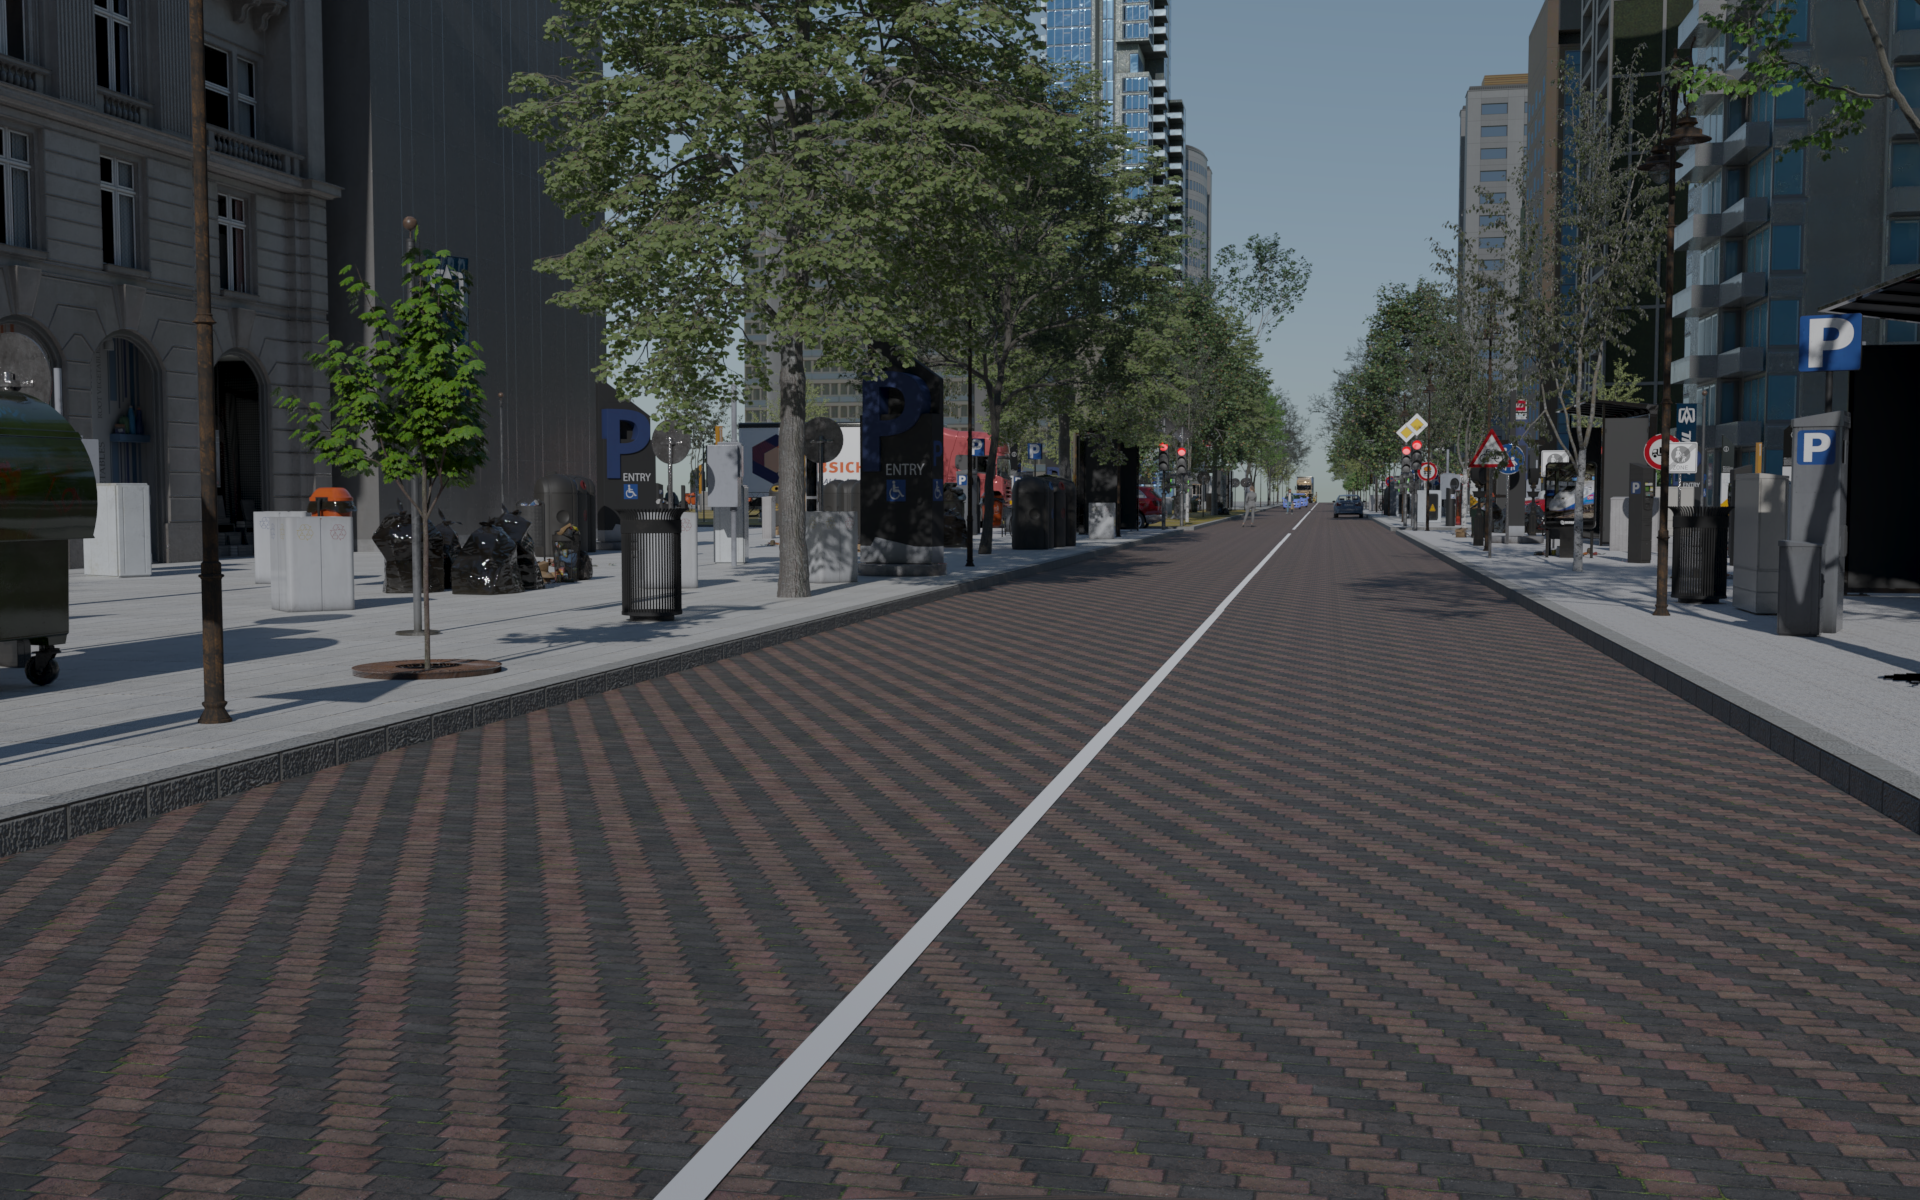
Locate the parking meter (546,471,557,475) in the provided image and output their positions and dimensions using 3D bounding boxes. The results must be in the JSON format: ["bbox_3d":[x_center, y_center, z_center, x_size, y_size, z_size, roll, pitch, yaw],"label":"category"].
[{"bbox_3d":[-10.477,-2.369,44.447,0.255,1.863,0.399,-1,4,-17],"label":"parking meter"}]

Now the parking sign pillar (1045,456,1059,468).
[{"bbox_3d":[6.786,-8.290,124.018,1.447,3.967,1.447,0,4,-8],"label":"parking sign pillar"}]

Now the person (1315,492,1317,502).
[{"bbox_3d":[61.194,-17.682,297.611,0.705,1.823,1.348,0,4,2],"label":"person"}]

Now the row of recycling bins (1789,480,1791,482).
[{"bbox_3d":[20.680,-2.183,42.809,1.069,1.692,3.534,-2,4,-33],"label":"row of recycling bins"}]

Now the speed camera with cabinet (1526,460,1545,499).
[{"bbox_3d":[33.998,-6.552,101.459,2.038,3.252,0.660,-3,4,-38],"label":"speed camera with cabinet"}]

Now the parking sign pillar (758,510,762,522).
[{"bbox_3d":[-8.475,-5.526,78.830,1.447,3.967,1.447,0,4,5],"label":"parking sign pillar"}]

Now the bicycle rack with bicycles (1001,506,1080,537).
[{"bbox_3d":[2.353,-2.396,52.555,2.852,0.926,2.925,0,4,6],"label":"bicycle rack with bicycles"}]

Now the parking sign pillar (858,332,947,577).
[{"bbox_3d":[-0.925,-2.384,27.457,1.447,3.967,1.447,2,4,26],"label":"parking sign pillar"}]

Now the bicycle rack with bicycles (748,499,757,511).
[{"bbox_3d":[-15.910,-7.060,128.817,2.852,0.926,2.925,-3,5,-42],"label":"bicycle rack with bicycles"}]

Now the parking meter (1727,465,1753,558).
[{"bbox_3d":[15.494,-1.757,34.436,0.399,1.863,0.255,0,4,4],"label":"parking meter"}]

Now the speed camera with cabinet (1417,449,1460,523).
[{"bbox_3d":[21.089,-5.016,76.347,2.038,3.252,0.660,-2,4,-27],"label":"speed camera with cabinet"}]

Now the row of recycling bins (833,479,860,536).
[{"bbox_3d":[-1.958,-2.663,50.648,3.534,1.692,1.069,3,4,38],"label":"row of recycling bins"}]

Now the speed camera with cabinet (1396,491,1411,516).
[{"bbox_3d":[26.118,-6.430,99.466,2.038,3.252,0.660,1,4,14],"label":"speed camera with cabinet"}]

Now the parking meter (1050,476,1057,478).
[{"bbox_3d":[3.106,-3.148,57.188,0.255,1.863,0.399,1,4,14],"label":"parking meter"}]

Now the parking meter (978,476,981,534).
[{"bbox_3d":[0.513,-3.080,56.072,0.255,1.863,0.399,1,4,10],"label":"parking meter"}]

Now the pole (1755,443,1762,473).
[{"bbox_3d":[31.623,-4.575,68.643,0.158,3.312,0.155,0,3,0],"label":"pole"}]

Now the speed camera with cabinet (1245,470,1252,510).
[{"bbox_3d":[23.095,-8.842,138.905,0.660,3.252,2.038,1,4,9],"label":"speed camera with cabinet"}]

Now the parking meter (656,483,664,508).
[{"bbox_3d":[-15.813,-5.225,91.147,0.255,1.863,0.399,3,5,40],"label":"parking meter"}]

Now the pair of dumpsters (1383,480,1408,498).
[{"bbox_3d":[29.282,-6.959,116.280,1.574,2.255,4.437,1,4,12],"label":"pair of dumpsters"}]

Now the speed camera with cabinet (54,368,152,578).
[{"bbox_3d":[-13.498,-2.002,27.071,2.038,3.252,0.660,2,4,34],"label":"speed camera with cabinet"}]

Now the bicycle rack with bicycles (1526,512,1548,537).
[{"bbox_3d":[17.984,-2.243,50.057,2.925,0.926,2.852,1,4,23],"label":"bicycle rack with bicycles"}]

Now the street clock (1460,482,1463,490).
[{"bbox_3d":[31.066,-6.301,107.593,0.358,2.002,0.471,0,4,7],"label":"street clock"}]

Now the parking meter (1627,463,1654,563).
[{"bbox_3d":[12.629,-1.616,32.126,0.255,1.863,0.399,-2,4,-26],"label":"parking meter"}]

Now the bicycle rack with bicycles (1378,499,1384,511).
[{"bbox_3d":[32.745,-7.264,132.140,2.925,0.926,2.852,-2,4,-30],"label":"bicycle rack with bicycles"}]

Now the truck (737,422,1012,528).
[{"bbox_3d":[-2.964,-4.838,68.009,11.283,4.237,2.839,1,4,11],"label":"truck"}]

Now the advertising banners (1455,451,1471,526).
[{"bbox_3d":[20.382,-4.563,70.787,0.090,3.025,2.074,-1,4,-10],"label":"advertising banners"}]

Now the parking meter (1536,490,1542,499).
[{"bbox_3d":[39.706,-6.748,118.735,0.372,1.533,0.369,0,3,0],"label":"parking meter"}]

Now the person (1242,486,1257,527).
[{"bbox_3d":[12.537,-4.051,75.014,0.520,1.790,0.573,-2,4,-28],"label":"person"}]

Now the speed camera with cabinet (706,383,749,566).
[{"bbox_3d":[-4.234,-2.278,31.575,0.660,3.252,2.038,0,4,-2],"label":"speed camera with cabinet"}]

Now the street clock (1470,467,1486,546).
[{"bbox_3d":[12.833,-2.339,42.812,0.471,2.002,0.358,-3,5,-41],"label":"street clock"}]

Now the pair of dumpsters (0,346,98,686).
[{"bbox_3d":[-6.947,-0.437,9.633,1.574,2.255,4.437,1,4,12],"label":"pair of dumpsters"}]

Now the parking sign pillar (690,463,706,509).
[{"bbox_3d":[-22.399,-9.758,148.021,1.447,3.967,1.447,1,4,18],"label":"parking sign pillar"}]

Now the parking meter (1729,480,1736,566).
[{"bbox_3d":[13.934,-1.373,30.865,0.372,1.533,0.369,0,3,0],"label":"parking meter"}]

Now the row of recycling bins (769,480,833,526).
[{"bbox_3d":[-5.424,-3.305,61.145,3.534,1.692,1.069,3,5,42],"label":"row of recycling bins"}]

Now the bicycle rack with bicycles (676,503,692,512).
[{"bbox_3d":[-20.351,-6.565,120.724,2.925,0.926,2.852,0,4,4],"label":"bicycle rack with bicycles"}]

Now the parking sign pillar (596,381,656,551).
[{"bbox_3d":[-7.682,-3.145,39.890,1.447,3.967,1.447,-2,4,-35],"label":"parking sign pillar"}]

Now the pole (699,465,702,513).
[{"bbox_3d":[-18.045,-7.740,120.398,0.158,3.312,0.155,0,3,0],"label":"pole"}]

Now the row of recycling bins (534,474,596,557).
[{"bbox_3d":[-8.400,-1.813,36.754,1.069,1.692,3.534,0,4,-4],"label":"row of recycling bins"}]

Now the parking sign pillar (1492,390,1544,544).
[{"bbox_3d":[14.585,-3.480,45.374,1.447,3.967,1.447,1,4,16],"label":"parking sign pillar"}]

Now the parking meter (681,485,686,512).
[{"bbox_3d":[-17.890,-6.500,111.983,0.255,1.863,0.399,0,4,-2],"label":"parking meter"}]

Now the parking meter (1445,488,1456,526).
[{"bbox_3d":[19.458,-3.687,68.700,0.372,1.533,0.369,0,3,0],"label":"parking meter"}]

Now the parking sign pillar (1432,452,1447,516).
[{"bbox_3d":[28.090,-6.967,102.389,1.447,3.967,1.447,0,4,-3],"label":"parking sign pillar"}]

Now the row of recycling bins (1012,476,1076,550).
[{"bbox_3d":[1.987,-2.093,41.331,1.069,1.692,3.534,1,4,18],"label":"row of recycling bins"}]

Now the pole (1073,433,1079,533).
[{"bbox_3d":[3.859,-3.897,57.553,0.158,3.312,0.155,0,3,0],"label":"pole"}]

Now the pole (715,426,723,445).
[{"bbox_3d":[-7.212,-3.551,51.908,0.158,3.312,0.155,0,3,0],"label":"pole"}]

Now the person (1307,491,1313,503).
[{"bbox_3d":[53.280,-15.649,263.999,1.348,1.869,0.705,-1,4,-13],"label":"person"}]

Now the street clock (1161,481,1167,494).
[{"bbox_3d":[11.550,-5.720,98.084,0.358,2.002,0.471,1,4,20],"label":"street clock"}]

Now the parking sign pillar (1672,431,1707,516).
[{"bbox_3d":[30.931,-5.198,73.464,1.447,3.967,1.447,3,5,41],"label":"parking sign pillar"}]

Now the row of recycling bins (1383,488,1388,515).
[{"bbox_3d":[26.274,-6.011,105.391,1.069,1.692,3.534,1,4,13],"label":"row of recycling bins"}]

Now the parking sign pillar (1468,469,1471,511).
[{"bbox_3d":[39.171,-8.749,131.513,1.447,3.967,1.447,3,5,41],"label":"parking sign pillar"}]

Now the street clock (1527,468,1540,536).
[{"bbox_3d":[15.944,-2.668,48.194,0.358,2.002,0.471,1,4,9],"label":"street clock"}]

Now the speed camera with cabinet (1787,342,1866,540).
[{"bbox_3d":[11.372,-1.766,23.207,0.660,3.252,2.038,-1,4,-12],"label":"speed camera with cabinet"}]

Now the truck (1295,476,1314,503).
[{"bbox_3d":[55.373,-17.684,278.044,2.839,4.237,11.283,1,4,13],"label":"truck"}]
